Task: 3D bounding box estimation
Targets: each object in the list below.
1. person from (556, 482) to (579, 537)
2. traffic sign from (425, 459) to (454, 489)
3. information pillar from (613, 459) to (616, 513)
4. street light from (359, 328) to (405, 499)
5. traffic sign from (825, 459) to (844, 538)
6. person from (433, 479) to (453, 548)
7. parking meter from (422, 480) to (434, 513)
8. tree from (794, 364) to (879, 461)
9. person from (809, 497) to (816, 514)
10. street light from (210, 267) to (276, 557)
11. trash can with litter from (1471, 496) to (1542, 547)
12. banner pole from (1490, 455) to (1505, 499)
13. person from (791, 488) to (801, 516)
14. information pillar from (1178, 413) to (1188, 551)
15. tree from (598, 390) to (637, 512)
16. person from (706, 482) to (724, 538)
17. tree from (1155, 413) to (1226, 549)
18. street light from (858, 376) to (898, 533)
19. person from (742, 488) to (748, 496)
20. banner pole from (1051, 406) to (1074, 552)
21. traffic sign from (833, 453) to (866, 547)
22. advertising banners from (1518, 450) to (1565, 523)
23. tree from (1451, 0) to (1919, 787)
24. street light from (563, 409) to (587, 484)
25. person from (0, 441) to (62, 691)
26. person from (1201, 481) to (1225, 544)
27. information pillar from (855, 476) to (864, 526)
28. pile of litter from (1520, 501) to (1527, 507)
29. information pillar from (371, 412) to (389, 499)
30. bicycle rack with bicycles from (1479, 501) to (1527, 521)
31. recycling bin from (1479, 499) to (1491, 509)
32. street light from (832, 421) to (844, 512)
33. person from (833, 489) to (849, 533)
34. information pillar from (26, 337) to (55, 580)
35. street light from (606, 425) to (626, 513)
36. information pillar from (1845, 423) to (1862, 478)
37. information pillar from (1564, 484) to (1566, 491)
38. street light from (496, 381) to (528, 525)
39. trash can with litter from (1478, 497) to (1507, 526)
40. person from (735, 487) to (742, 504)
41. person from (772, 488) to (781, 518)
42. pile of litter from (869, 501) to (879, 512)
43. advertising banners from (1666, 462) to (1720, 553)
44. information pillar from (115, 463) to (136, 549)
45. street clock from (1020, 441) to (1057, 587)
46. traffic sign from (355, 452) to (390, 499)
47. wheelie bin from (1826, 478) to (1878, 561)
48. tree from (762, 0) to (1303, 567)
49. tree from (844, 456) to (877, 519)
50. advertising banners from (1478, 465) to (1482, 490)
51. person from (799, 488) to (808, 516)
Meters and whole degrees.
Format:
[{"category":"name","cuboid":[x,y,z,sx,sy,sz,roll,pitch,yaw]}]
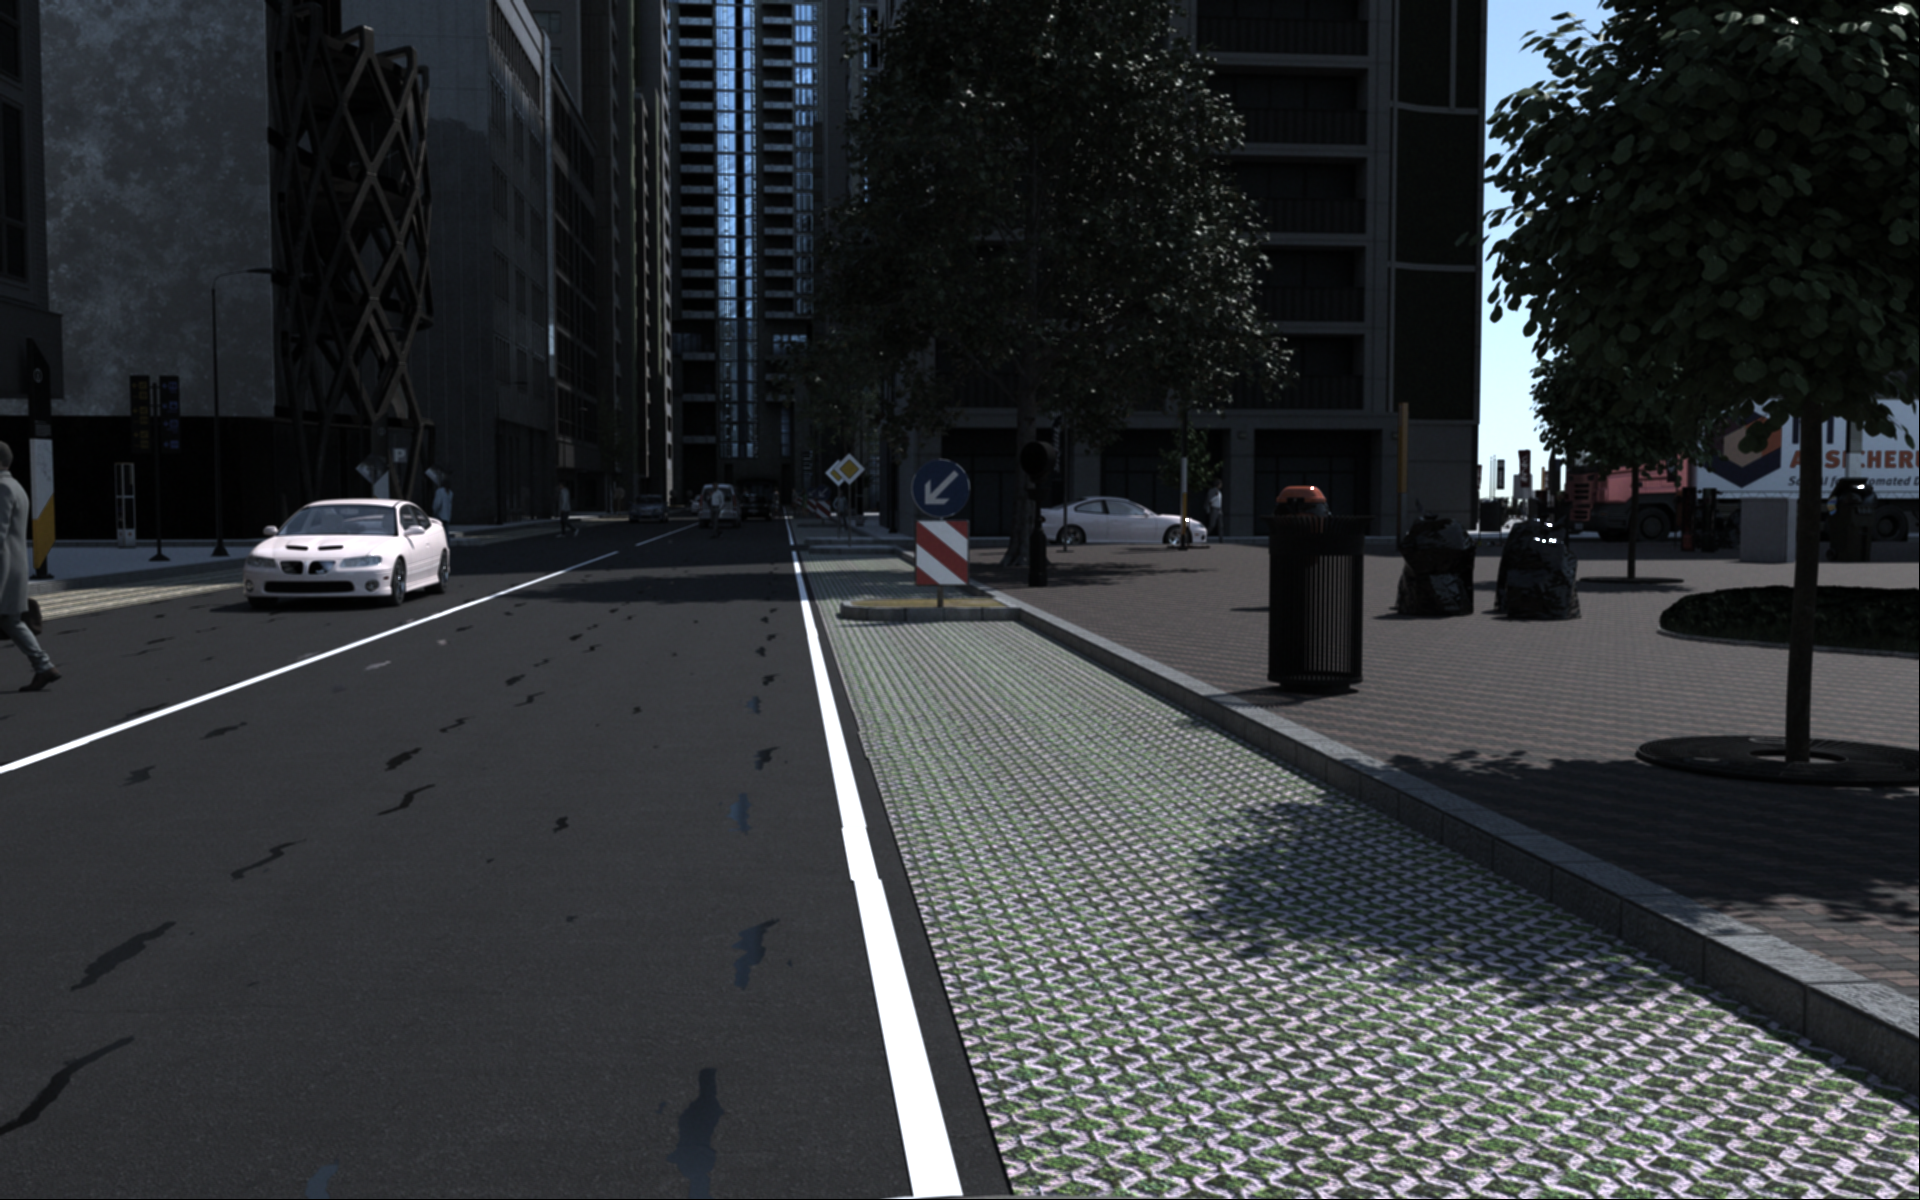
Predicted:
[{"category":"person","cuboid":[-13.032,-3.004,57.468,0.795,1.843,0.661,0,4,-3]},{"category":"traffic sign","cuboid":[-14.696,-2.768,48.896,0.795,2.450,0.064,0,4,-6]},{"category":"information pillar","cuboid":[-23.085,-7.609,115.762,0.183,3.616,0.504,0,4,-6]},{"category":"street light","cuboid":[-16.221,-4.649,48.556,1.470,5.913,1.316,0,4,-6]},{"category":"traffic sign","cuboid":[-3.509,-2.837,50.028,0.795,2.450,0.064,0,4,-6]},{"category":"person","cuboid":[-12.108,-1.947,40.603,0.793,1.790,0.793,-1,4,-10]},{"category":"parking meter","cuboid":[-21.456,-3.923,69.856,0.399,1.863,0.255,0,4,-2]},{"category":"tree","cuboid":[-7.595,-11.614,115.646,9.928,11.665,9.643,0,3,0]},{"category":"person","cuboid":[-10.741,-7.091,125.902,0.593,1.643,0.415,-1,4,-13]},{"category":"street light","cuboid":[-14.723,-3.857,35.602,1.470,5.913,1.316,0,4,-6]},{"category":"trash can with litter","cuboid":[13.433,-1.929,42.595,2.233,1.210,1.678,2,4,25]},{"category":"banner pole","cuboid":[34.337,-7.373,110.565,0.863,3.779,0.401,1,4,13]},{"category":"person","cuboid":[-10.844,-6.412,113.462,0.853,1.813,0.709,-3,5,-41]},{"category":"information pillar","cuboid":[5.080,-2.933,39.309,0.183,3.616,0.504,0,4,1]},{"category":"tree","cuboid":[-24.360,-10.426,120.822,4.737,8.622,4.395,0,3,0]},{"category":"person","cuboid":[-8.003,-2.933,56.556,0.679,1.850,0.850,2,4,23]},{"category":"tree","cuboid":[5.567,-2.852,41.224,1.663,3.219,1.824,0,3,0]},{"category":"street light","cuboid":[-2.728,-5.132,56.450,1.470,5.913,1.316,0,4,-6]},{"category":"person","cuboid":[-13.151,-5.920,105.481,0.721,1.800,0.419,2,4,33]},{"category":"banner pole","cuboid":[2.228,-2.963,38.467,0.401,3.779,0.863,-2,4,-27]},{"category":"traffic sign","cuboid":[-2.688,-2.351,42.085,0.795,2.450,0.064,0,4,-6]},{"category":"advertising banners","cuboid":[22.908,-4.400,68.122,2.074,3.025,0.090,3,5,43]},{"category":"tree","cuboid":[3.997,-1.489,8.058,4.285,4.588,4.351,0,3,0]},{"category":"street light","cuboid":[-20.970,-7.442,94.213,1.470,5.913,1.316,0,4,-6]},{"category":"person","cuboid":[-6.910,-0.233,12.416,0.767,1.812,0.694,-1,4,-18]},{"category":"person","cuboid":[6.973,-2.379,47.502,0.850,1.850,0.679,2,4,32]},{"category":"information pillar","cuboid":[-4.006,-3.950,69.080,0.304,2.012,0.304,-1,4,-9]},{"category":"pile of litter","cuboid":[40.154,-6.755,124.408,1.176,0.858,1.719,2,4,29]},{"category":"information pillar","cuboid":[-16.548,-3.555,49.471,0.504,3.616,0.183,0,4,4]},{"category":"bicycle rack with bicycles","cuboid":[26.850,-4.314,83.914,2.852,0.926,2.925,-1,4,-14]},{"category":"recycling bin","cuboid":[28.335,-4.991,94.160,0.722,1.027,0.722,-3,4,-36]},{"category":"street light","cuboid":[-5.059,-6.524,79.215,1.470,5.913,1.316,0,4,-6]},{"category":"person","cuboid":[-4.382,-3.270,63.778,0.589,1.601,0.330,0,4,-7]},{"category":"information pillar","cuboid":[-13.864,-2.127,26.127,0.183,3.616,0.504,0,4,1]},{"category":"street light","cuboid":[-23.213,-8.835,116.987,1.470,5.913,1.316,0,4,-6]},{"category":"information pillar","cuboid":[18.095,-2.675,35.099,0.504,3.616,0.183,-2,4,-35]},{"category":"information pillar","cuboid":[42.468,-7.140,121.224,0.304,2.012,0.304,1,4,8]},{"category":"street light","cuboid":[-18.465,-6.042,71.331,1.470,5.913,1.316,0,4,-6]},{"category":"trash can with litter","cuboid":[21.149,-3.510,68.779,1.055,1.170,0.624,2,4,34]},{"category":"person","cuboid":[-11.457,-4.901,88.808,0.661,1.801,0.590,1,4,22]},{"category":"person","cuboid":[-10.840,-5.739,102.423,0.778,1.811,0.616,2,4,35]},{"category":"pile of litter","cuboid":[-5.983,-6.721,123.850,1.176,0.858,1.719,1,4,14]},{"category":"advertising banners","cuboid":[16.352,-2.605,38.783,0.090,3.025,2.074,-1,4,-10]},{"category":"information pillar","cuboid":[-19.717,-2.228,40.924,0.304,2.012,0.304,2,4,33]},{"category":"street clock","cuboid":[1.079,-1.185,23.949,0.471,2.002,0.358,3,4,38]},{"category":"traffic sign","cuboid":[-13.875,-2.282,40.953,0.795,2.450,0.064,0,4,-6]},{"category":"wheelie bin","cuboid":[17.104,-1.545,33.167,0.980,1.594,0.693,-1,4,-20]},{"category":"tree","cuboid":[1.283,-6.954,30.712,9.611,12.733,9.660,0,3,0]},{"category":"tree","cuboid":[-5.379,-5.779,89.094,1.663,3.219,1.824,0,3,0]},{"category":"advertising banners","cuboid":[30.517,-6.570,103.613,0.090,3.025,2.074,-1,4,-23]},{"category":"person","cuboid":[-9.956,-6.253,110.986,0.529,1.795,0.600,-3,4,-36]}]
